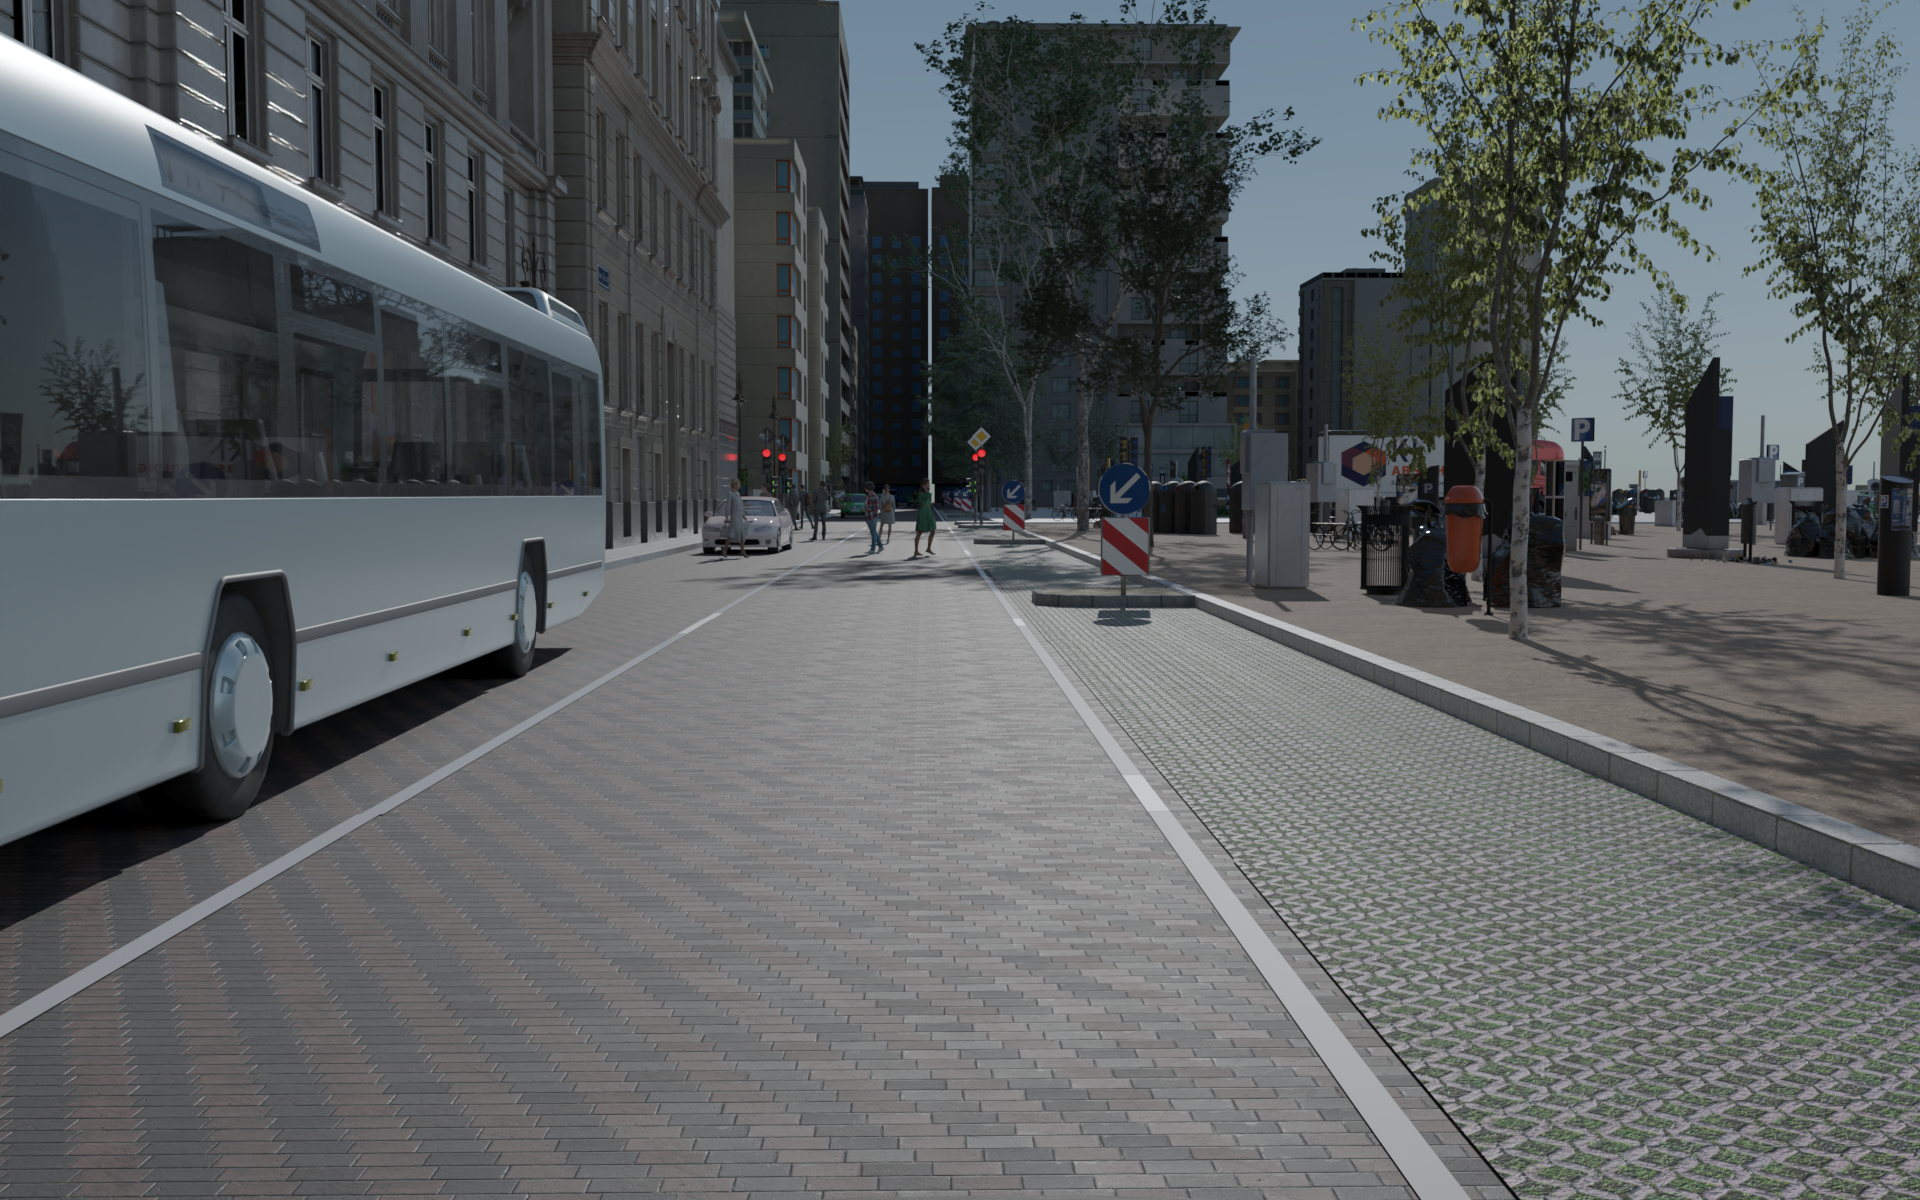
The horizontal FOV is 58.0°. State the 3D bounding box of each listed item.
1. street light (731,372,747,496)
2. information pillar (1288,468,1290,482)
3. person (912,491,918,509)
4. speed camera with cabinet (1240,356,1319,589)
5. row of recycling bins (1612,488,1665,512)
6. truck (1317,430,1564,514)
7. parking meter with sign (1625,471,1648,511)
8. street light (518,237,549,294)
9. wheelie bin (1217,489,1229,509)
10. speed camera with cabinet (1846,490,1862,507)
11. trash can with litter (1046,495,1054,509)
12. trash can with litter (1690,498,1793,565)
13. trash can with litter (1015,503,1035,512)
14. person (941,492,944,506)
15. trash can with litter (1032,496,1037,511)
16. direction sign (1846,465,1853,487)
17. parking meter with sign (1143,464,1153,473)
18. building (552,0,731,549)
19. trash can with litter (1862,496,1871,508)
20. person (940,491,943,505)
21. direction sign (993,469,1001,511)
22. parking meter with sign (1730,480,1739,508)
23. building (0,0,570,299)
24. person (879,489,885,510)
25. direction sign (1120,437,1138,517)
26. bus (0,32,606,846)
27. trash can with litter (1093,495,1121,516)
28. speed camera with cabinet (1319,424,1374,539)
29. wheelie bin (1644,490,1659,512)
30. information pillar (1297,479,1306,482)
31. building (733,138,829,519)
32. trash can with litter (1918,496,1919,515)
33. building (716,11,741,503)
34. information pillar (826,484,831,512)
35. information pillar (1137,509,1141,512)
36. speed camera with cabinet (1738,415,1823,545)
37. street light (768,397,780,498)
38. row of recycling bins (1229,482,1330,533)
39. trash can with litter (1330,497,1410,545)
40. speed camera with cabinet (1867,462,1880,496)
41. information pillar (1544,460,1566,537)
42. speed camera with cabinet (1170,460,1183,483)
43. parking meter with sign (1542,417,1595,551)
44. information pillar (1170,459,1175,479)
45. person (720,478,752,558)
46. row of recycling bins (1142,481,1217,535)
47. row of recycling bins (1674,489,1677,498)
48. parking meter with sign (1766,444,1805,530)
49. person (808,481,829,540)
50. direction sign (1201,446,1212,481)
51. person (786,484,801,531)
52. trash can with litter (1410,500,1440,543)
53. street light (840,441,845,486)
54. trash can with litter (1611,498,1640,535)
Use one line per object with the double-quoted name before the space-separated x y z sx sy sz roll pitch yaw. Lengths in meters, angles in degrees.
"street light" -8.351 -5.684 65.721 0.468 5.910 1.993 0 4 -1
"information pillar" 26.994 -9.244 142.501 0.183 3.616 0.504 -1 4 -22
"person" -4.206 -9.446 163.765 0.721 1.723 1.217 2 4 33
"speed camera with cabinet" 4.404 -1.828 24.217 0.660 3.252 2.038 0 4 -1
"row of recycling bins" 48.354 -7.121 123.547 3.534 1.692 1.069 1 4 11
"truck" 21.830 -5.415 77.453 11.283 4.237 2.839 0 4 1
"parking meter with sign" 50.904 -8.224 130.729 0.543 3.016 1.738 -3 5 -41
"street light" -7.676 -3.583 31.364 0.468 5.910 1.993 0 4 -1
"wheelie bin" 14.755 -5.521 98.180 0.980 1.594 0.693 0 4 0
"speed camera with cabinet" 37.028 -4.852 73.659 2.038 3.252 0.660 0 4 1
"trash can with litter" 7.740 -8.269 146.251 1.678 1.210 2.233 2 4 28
"trash can with litter" 14.717 -1.306 32.415 1.678 1.210 2.233 1 4 14
"trash can with litter" 4.355 -7.027 125.942 2.233 1.210 1.678 0 4 2
"person" -1.985 -11.372 195.364 0.436 1.711 0.756 0 4 6
"trash can with litter" 5.638 -7.418 132.671 0.624 1.170 1.055 -1 4 -20
"direction sign" 74.601 -9.399 145.670 0.876 3.537 0.379 -1 4 -23
"parking meter with sign" 10.797 -6.341 99.934 0.543 3.016 1.738 0 4 2
"building" -13.935 -15.401 49.067 12.463 27.353 25.104 0 4 -1
"trash can with litter" 69.018 -7.292 130.282 1.678 1.210 2.233 -1 4 -21
"person" -2.154 -12.906 219.647 1.348 1.807 0.705 -3 5 -44
"direction sign" 2.810 -8.545 131.711 0.876 3.537 0.379 -3 5 -42
"parking meter with sign" 42.200 -6.021 94.704 1.738 3.016 0.543 2 4 33
"building" -14.180 -11.186 24.689 13.314 21.916 24.055 0 4 -1
"person" -5.202 -6.685 118.292 0.782 1.767 0.515 2 4 28
"direction sign" 6.706 -4.703 68.894 0.876 3.537 0.379 -2 4 -31
"bus" -4.489 -0.945 10.318 2.948 3.499 13.247 0 4 -2
"trash can with litter" 8.511 -5.601 102.629 2.233 1.210 1.678 0 4 7
"speed camera with cabinet" 10.888 -3.379 49.581 2.038 3.252 0.660 -2 4 -27
"wheelie bin" 48.386 -6.926 121.148 0.980 1.594 0.693 1 4 20
"information pillar" 16.759 -4.925 85.021 0.304 2.012 0.304 -2 4 -34
"building" -22.142 -15.504 98.537 27.650 21.520 28.899 0 4 -1
"trash can with litter" 63.315 -6.280 113.736 1.678 1.210 2.233 -1 4 -15
"building" -18.005 -13.293 66.484 18.267 20.994 9.793 0 4 -1
"information pillar" -9.432 -7.311 124.023 0.304 2.012 0.304 -1 4 -17
"information pillar" 12.763 -7.288 123.658 0.304 2.012 0.304 1 4 17
"speed camera with cabinet" 20.762 -3.026 43.806 2.038 3.252 0.660 -1 4 -11
"street light" -8.645 -6.597 80.646 0.468 5.910 1.993 0 4 -1
"row of recycling bins" 10.648 -3.079 57.448 3.534 1.692 1.069 -1 4 -16
"trash can with litter" 10.664 -2.037 44.369 1.678 1.210 2.233 2 4 29
"speed camera with cabinet" 54.935 -6.797 105.471 2.038 3.252 0.660 1 4 13
"information pillar" 12.722 -1.991 37.047 0.304 2.012 0.304 -1 4 -19
"speed camera with cabinet" 13.433 -6.579 101.906 2.038 3.252 0.660 1 4 17
"parking meter with sign" 13.569 -2.619 39.082 1.738 3.016 0.543 -3 4 -39
"information pillar" 14.227 -7.592 115.481 0.504 3.616 0.183 1 4 13
"person" -5.054 -1.839 38.915 0.624 1.780 0.694 3 4 38
"row of recycling bins" 7.133 -3.011 56.347 1.069 1.692 3.534 -2 4 -29
"row of recycling bins" 64.624 -8.918 152.927 3.534 1.692 1.069 1 4 13
"parking meter with sign" 28.925 -3.911 60.208 0.543 3.016 1.738 -2 4 -25
"person" -4.431 -2.808 54.222 0.655 1.846 0.447 -2 4 -32
"direction sign" 11.725 -5.531 82.432 0.379 3.537 0.876 -1 4 -22
"person" -6.508 -3.614 67.684 0.679 1.850 0.850 3 5 43
"trash can with litter" 9.108 -1.359 33.602 0.624 1.170 1.055 3 5 43
"street light" -10.035 -10.763 148.762 0.468 5.910 1.993 0 4 -1
"trash can with litter" 20.627 -2.612 54.095 1.055 1.170 0.624 0 4 -5
